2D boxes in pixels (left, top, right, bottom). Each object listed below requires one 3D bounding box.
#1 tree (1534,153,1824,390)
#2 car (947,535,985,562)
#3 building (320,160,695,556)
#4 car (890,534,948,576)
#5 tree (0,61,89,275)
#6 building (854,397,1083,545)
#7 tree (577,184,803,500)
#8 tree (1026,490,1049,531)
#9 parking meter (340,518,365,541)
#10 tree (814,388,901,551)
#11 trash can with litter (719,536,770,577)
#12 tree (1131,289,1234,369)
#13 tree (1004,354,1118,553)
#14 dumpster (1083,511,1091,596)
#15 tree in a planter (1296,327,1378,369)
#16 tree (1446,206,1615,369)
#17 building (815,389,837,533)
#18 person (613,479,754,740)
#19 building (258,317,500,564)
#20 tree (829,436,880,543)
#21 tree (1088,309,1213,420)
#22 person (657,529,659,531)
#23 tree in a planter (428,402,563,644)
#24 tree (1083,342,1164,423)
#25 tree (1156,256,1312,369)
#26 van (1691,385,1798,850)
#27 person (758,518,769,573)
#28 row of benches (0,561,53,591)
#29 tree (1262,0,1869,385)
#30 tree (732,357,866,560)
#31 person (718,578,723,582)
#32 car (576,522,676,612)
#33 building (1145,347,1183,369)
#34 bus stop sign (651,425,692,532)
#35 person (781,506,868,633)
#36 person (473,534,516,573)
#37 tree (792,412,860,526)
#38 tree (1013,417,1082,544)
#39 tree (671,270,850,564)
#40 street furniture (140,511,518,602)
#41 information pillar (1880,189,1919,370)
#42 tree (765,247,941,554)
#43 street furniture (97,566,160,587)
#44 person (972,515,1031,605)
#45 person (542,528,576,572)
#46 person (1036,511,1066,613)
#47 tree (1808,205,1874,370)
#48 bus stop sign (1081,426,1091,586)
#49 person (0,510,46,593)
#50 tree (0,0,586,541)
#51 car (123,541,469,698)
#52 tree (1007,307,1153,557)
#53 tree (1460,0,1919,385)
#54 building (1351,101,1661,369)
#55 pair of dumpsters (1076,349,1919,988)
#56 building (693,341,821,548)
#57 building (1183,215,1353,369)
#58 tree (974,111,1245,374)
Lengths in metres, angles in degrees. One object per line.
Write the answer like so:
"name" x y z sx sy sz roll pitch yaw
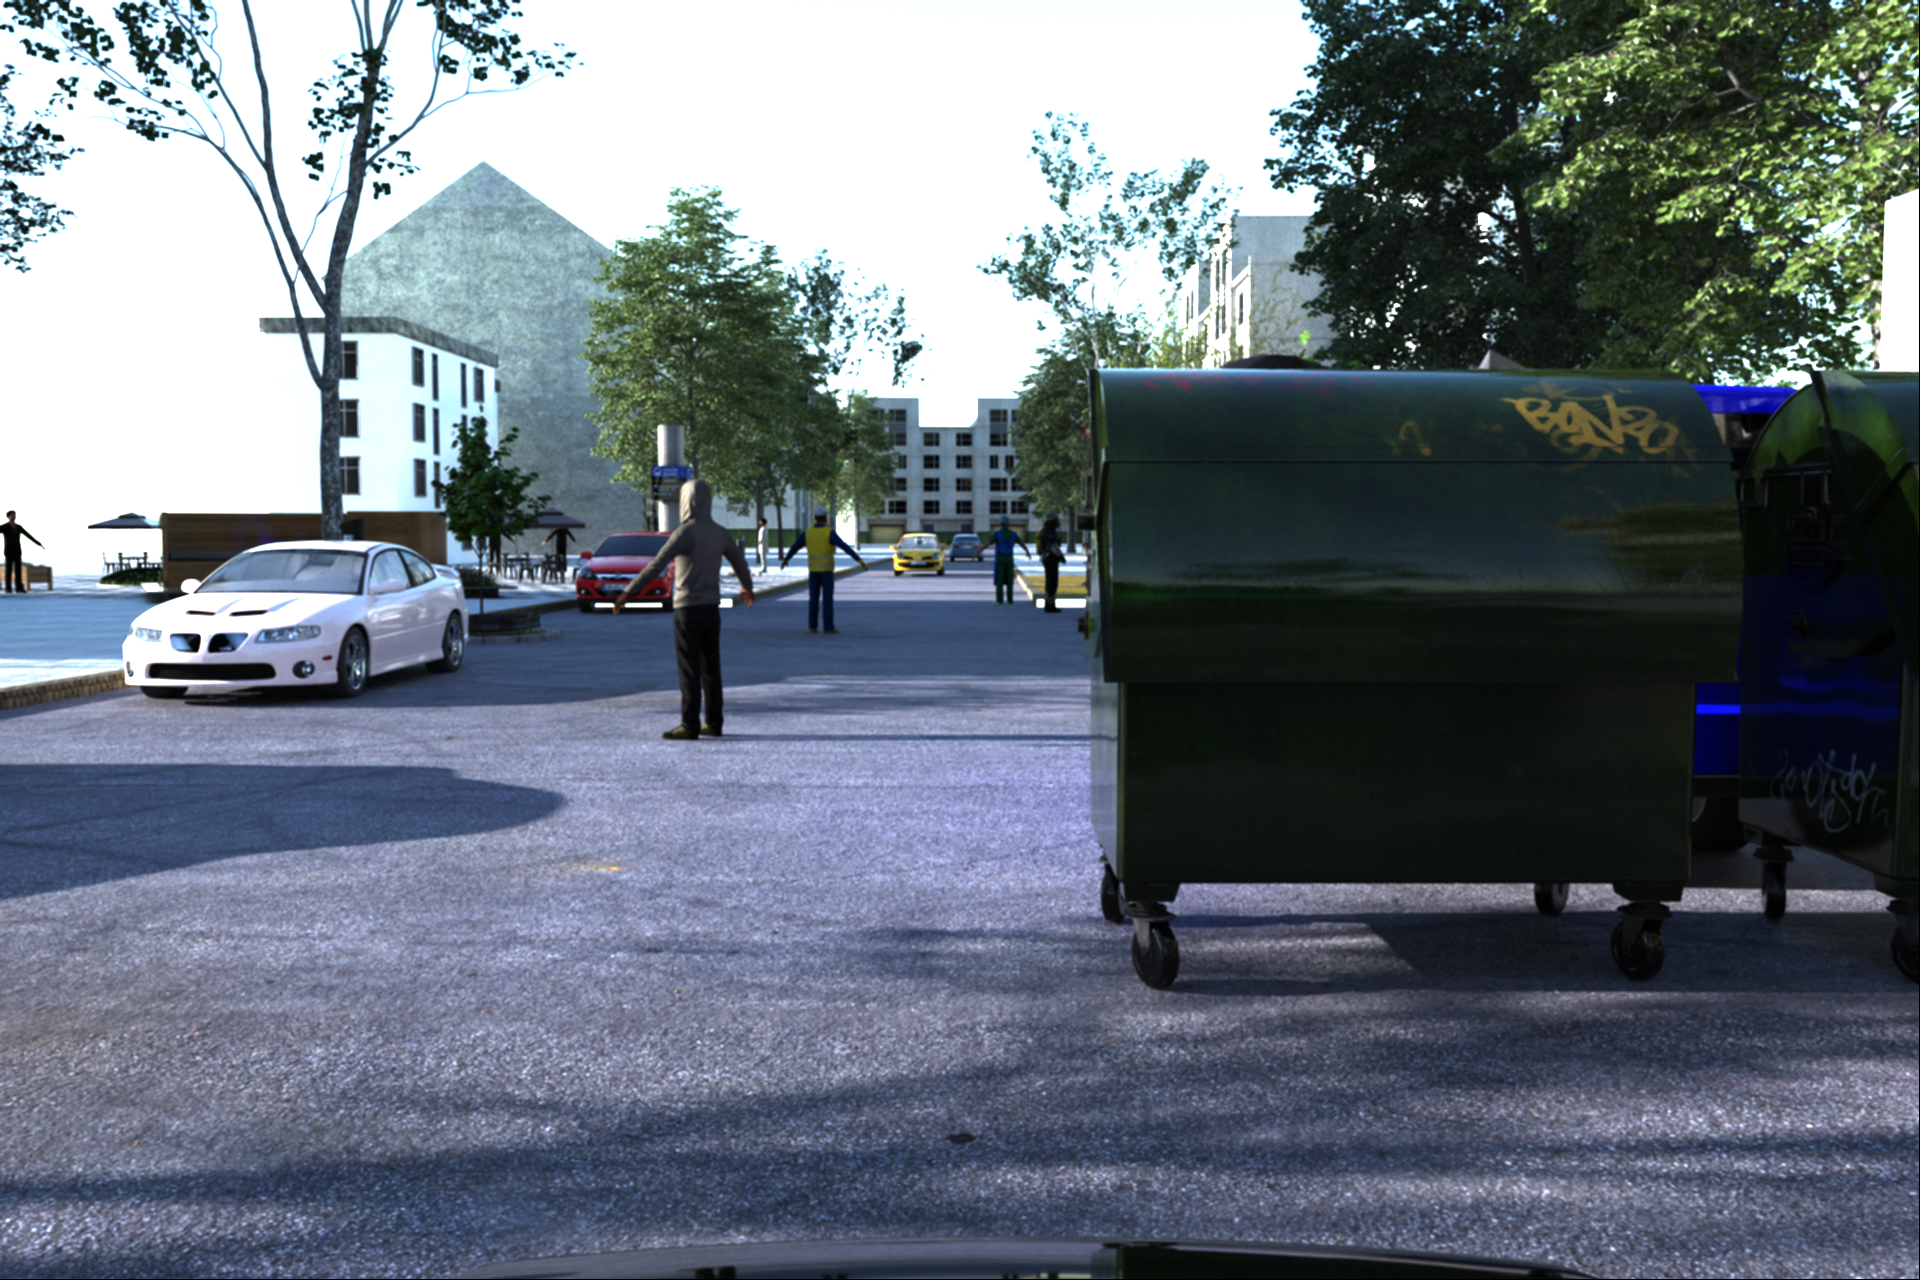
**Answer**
"tree" 18.676 -7.353 45.985 9.928 11.665 9.643 0 3 0
"car" 0.341 -4.821 90.829 2.014 1.417 4.499 0 4 0
"building" -27.985 -17.154 111.403 19.493 23.208 18.063 0 3 0
"car" -1.405 -3.077 60.528 2.015 1.641 3.980 0 4 1
"tree" -12.221 -5.023 16.537 8.767 10.594 7.601 3 5 40
"building" 1.695 -22.130 230.747 31.486 18.905 16.747 0 4 -3
"tree" -8.799 -8.460 56.444 7.486 12.596 7.792 0 3 0
"tree" 7.376 -11.428 137.208 4.360 8.622 3.978 0 3 0
"parking meter" -9.602 -1.161 27.389 0.372 1.533 0.369 0 3 0
"tree" -8.124 -13.204 134.016 7.486 12.596 7.792 0 3 0
"trash can with litter" -6.553 -2.571 53.100 1.678 1.210 2.233 0 4 2
"tree" 6.837 -6.203 51.774 4.737 8.622 4.395 0 3 0
"tree" 7.615 -13.007 119.321 9.857 13.997 8.962 0 3 0
"dumpster" 3.126 -1.359 30.444 1.865 1.857 1.264 0 4 0
"tree in a planter" 3.043 -1.090 15.048 1.991 3.239 1.994 0 4 2
"tree" 12.297 -5.360 37.993 4.360 8.622 3.978 0 3 0
"building" -24.396 -22.735 202.652 19.493 23.208 18.063 0 3 0
"person" -1.865 -0.219 12.161 0.705 1.813 1.348 2 4 35
"building" -26.124 -8.500 81.125 9.099 9.664 28.070 0 4 1
"tree" -8.454 -10.682 125.008 4.360 8.622 3.978 0 3 0
"tree" 6.518 -6.523 57.010 4.737 8.622 4.395 0 3 0
"person" -7.661 -2.370 45.477 1.216 1.740 0.721 1 4 16
"tree in a planter" -6.538 -1.611 23.569 1.991 3.239 1.994 0 4 1
"tree" 6.794 -7.165 67.511 4.737 8.622 4.395 0 3 0
"tree" 7.766 -5.806 45.288 4.360 8.622 3.978 0 3 0
"van" 2.657 -0.313 9.509 2.240 2.365 5.245 0 4 1
"person" -6.561 -3.141 57.540 0.705 1.806 1.347 0 4 -5
"row of benches" -22.660 -1.506 40.084 4.104 0.672 1.422 2 4 26
"tree" 9.661 -7.435 28.226 9.857 13.997 8.962 0 3 0
"tree" -8.720 -9.193 84.725 8.767 10.594 7.601 0 4 -1
"person" -6.482 -2.277 46.488 0.599 1.433 0.991 1 4 21
"car" -6.086 -1.477 33.186 2.155 1.783 4.494 0 4 1
"building" 27.463 -18.616 170.835 16.747 18.905 31.486 0 4 1
"bus stop sign" -7.002 -3.247 42.104 0.837 3.901 0.837 0 4 1
"person" -1.999 -1.019 25.079 1.349 1.833 0.705 1 4 17
"person" -15.257 -3.098 56.792 1.346 1.812 0.704 -1 4 -14
"tree" -7.920 -9.079 98.803 4.737 8.622 4.395 0 3 0
"tree" 8.094 -11.937 129.581 8.767 10.594 7.601 0 4 5
"tree" -8.567 -9.558 74.400 7.486 12.596 7.792 0 3 0
"street furniture" -12.638 -1.843 36.987 9.812 1.723 11.010 -2 4 -26
"information pillar" 6.599 -1.236 11.518 0.184 3.620 1.656 0 4 1
"tree" -7.668 -15.703 112.641 12.611 20.169 13.585 0 3 0
"street furniture" -19.641 -1.917 46.963 5.734 0.657 10.072 -1 4 -9
"person" 0.885 -1.630 35.230 1.347 1.817 0.704 -2 4 -27
"person" -13.545 -3.229 58.730 0.705 1.837 1.347 3 5 41
"person" 1.702 -1.435 31.700 0.705 1.856 1.354 0 4 -7
"tree" 19.261 -5.235 35.957 4.360 8.622 3.978 0 3 0
"bus stop sign" 3.439 -3.319 42.976 0.855 3.939 0.416 0 4 1
"person" -20.583 -1.926 37.670 0.705 1.806 1.347 2 4 32
"tree" -12.734 -10.844 33.185 12.611 20.169 13.585 0 3 0
"car" -6.177 -0.262 16.642 2.083 1.381 4.827 0 4 1
"tree" 7.324 -11.713 98.171 9.857 13.997 8.962 0 3 0
"tree" 8.668 -6.026 16.659 7.486 12.596 7.792 0 3 0
"building" 23.983 -13.815 82.303 16.016 20.090 11.380 0 4 1
"pair of dumpsters" 2.616 -0.061 5.946 4.436 2.255 1.574 0 3 0
"building" -23.611 -18.819 174.145 16.747 18.905 31.486 0 3 0
"building" 23.536 -14.570 104.680 16.747 18.905 31.486 0 4 1
"tree" 5.860 -13.702 79.915 12.611 20.169 13.585 0 3 0
